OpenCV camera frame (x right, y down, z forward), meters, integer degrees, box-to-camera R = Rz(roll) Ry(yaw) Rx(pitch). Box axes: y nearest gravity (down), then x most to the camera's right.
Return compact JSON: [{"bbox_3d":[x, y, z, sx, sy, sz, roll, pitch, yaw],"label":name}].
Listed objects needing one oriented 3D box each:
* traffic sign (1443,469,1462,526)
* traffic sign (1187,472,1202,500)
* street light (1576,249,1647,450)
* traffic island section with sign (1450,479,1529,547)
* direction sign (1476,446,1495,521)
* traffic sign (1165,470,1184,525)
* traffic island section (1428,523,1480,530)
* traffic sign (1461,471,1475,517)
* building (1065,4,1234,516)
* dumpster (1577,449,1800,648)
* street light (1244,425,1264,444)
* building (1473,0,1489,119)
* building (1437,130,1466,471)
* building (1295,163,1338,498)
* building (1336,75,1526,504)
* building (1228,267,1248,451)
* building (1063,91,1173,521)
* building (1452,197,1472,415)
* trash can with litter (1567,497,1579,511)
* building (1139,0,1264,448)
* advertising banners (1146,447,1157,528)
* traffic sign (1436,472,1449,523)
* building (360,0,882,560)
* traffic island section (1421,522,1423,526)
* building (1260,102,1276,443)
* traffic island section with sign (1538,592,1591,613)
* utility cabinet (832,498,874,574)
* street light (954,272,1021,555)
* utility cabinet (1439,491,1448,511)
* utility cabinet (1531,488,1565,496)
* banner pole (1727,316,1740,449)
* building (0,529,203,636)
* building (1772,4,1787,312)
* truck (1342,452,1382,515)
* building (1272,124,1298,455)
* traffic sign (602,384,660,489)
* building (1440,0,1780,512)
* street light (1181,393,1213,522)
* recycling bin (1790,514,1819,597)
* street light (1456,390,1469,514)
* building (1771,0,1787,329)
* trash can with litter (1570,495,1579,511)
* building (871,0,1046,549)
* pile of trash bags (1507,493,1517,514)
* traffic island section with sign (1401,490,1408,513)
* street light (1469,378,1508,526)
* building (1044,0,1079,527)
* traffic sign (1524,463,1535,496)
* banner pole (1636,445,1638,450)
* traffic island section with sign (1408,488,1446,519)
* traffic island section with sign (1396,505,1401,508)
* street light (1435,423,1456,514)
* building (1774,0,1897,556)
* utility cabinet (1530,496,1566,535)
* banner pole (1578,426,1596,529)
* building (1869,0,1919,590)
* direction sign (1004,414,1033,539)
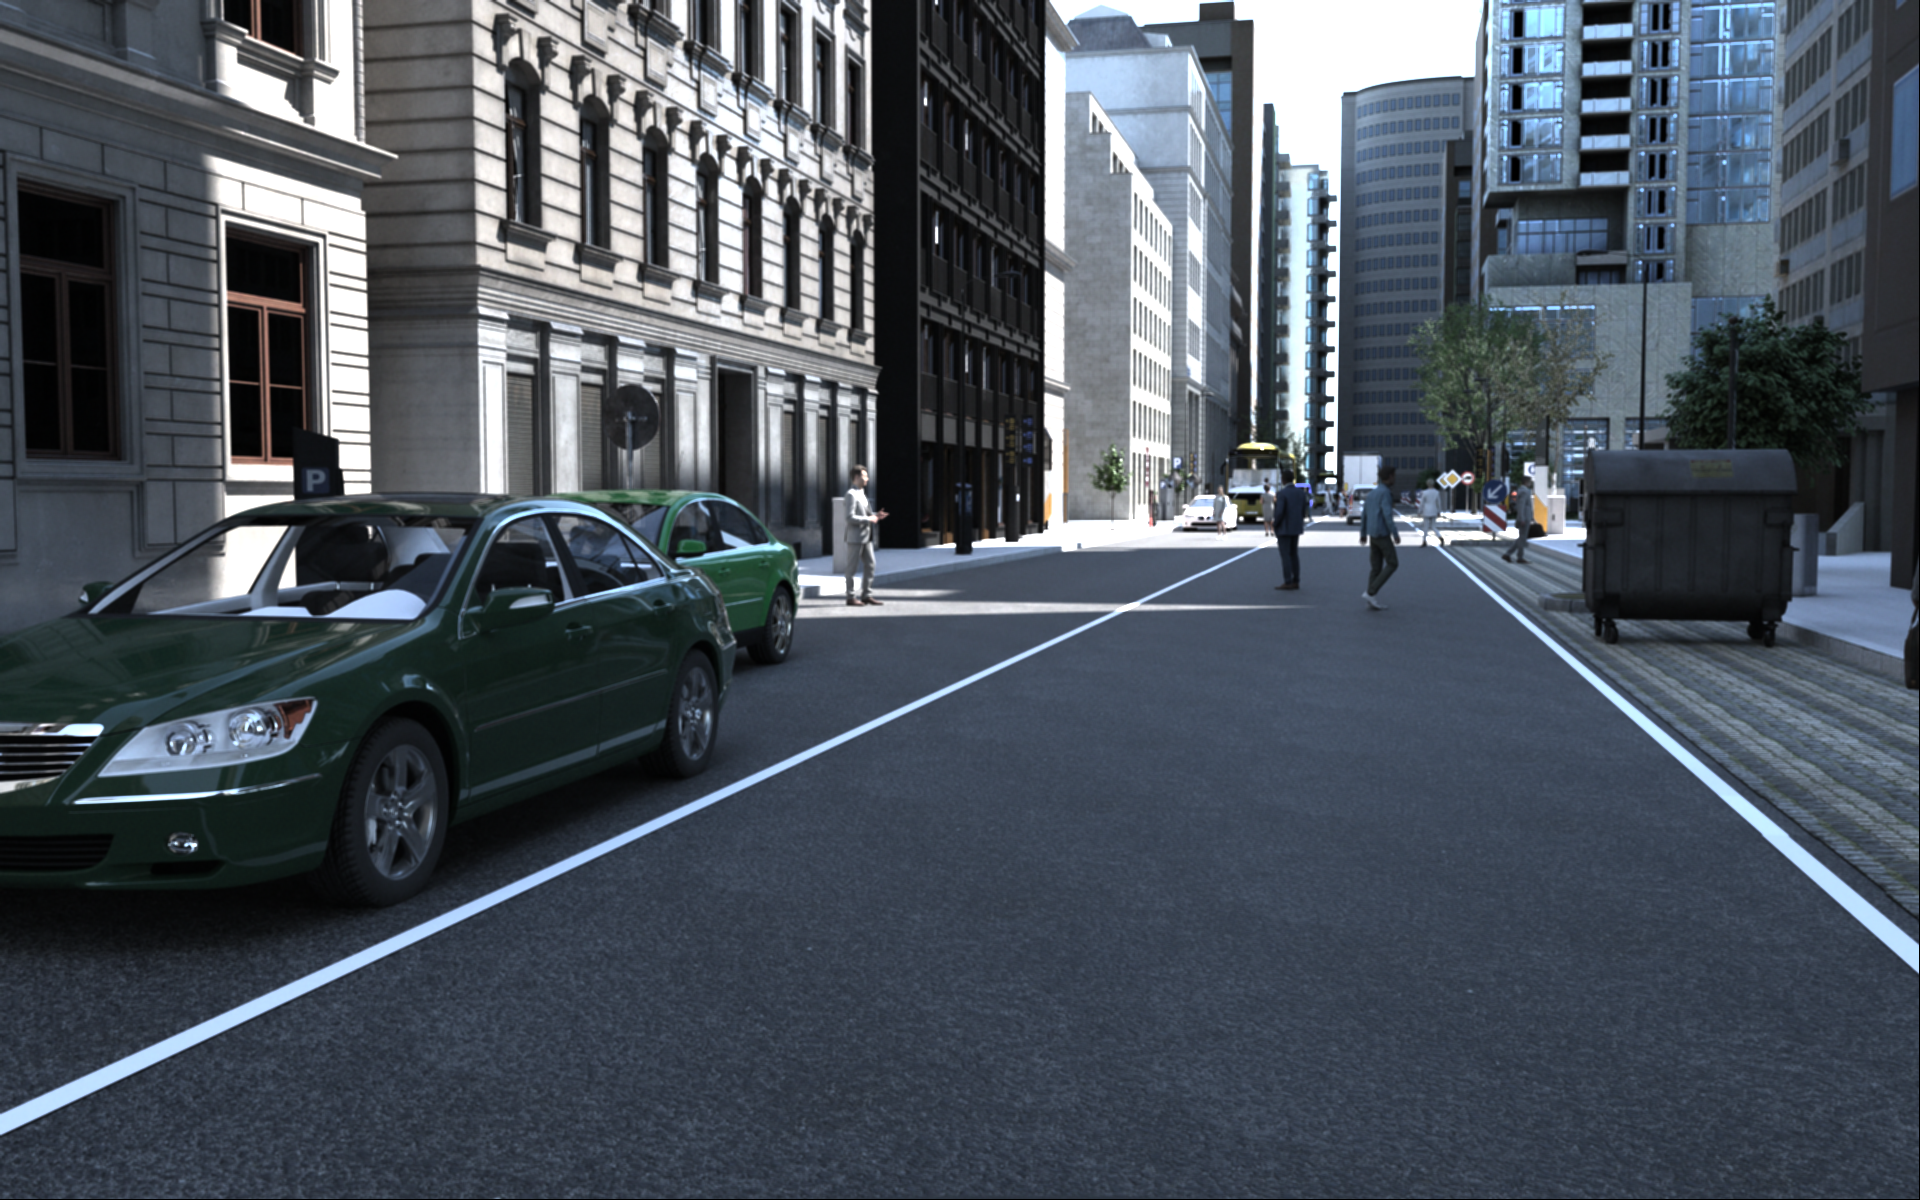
[{"bbox_3d":[19.863,-4.053,69.903,0.795,2.450,0.064,1,4,13],"label":"traffic sign"},{"bbox_3d":[10.847,-4.688,80.293,0.795,2.450,0.064,1,4,13],"label":"traffic sign"},{"bbox_3d":[12.380,-3.690,32.881,1.470,5.913,1.316,1,4,13],"label":"street light"},{"bbox_3d":[14.537,-2.385,47.625,1.989,1.847,2.006,1,4,13],"label":"traffic island section with sign"},{"bbox_3d":[24.765,-5.487,81.711,0.876,3.537,0.379,2,4,32],"label":"direction sign"},{"bbox_3d":[8.982,-4.213,72.528,0.795,2.450,0.064,1,4,13],"label":"traffic sign"},{"bbox_3d":[19.887,-2.917,69.975,2.009,0.180,2.903,1,4,13],"label":"traffic island section"},{"bbox_3d":[28.237,-5.889,96.398,0.768,2.556,0.104,1,4,17],"label":"traffic sign"},{"bbox_3d":[11.109,-20.567,113.755,11.434,29.767,29.804,1,4,13],"label":"building"},{"bbox_3d":[6.980,-0.519,16.708,1.865,1.857,1.264,1,4,15],"label":"dumpster"},{"bbox_3d":[19.759,-8.833,116.955,1.470,5.913,1.316,1,4,13],"label":"street light"},{"bbox_3d":[53.044,-30.833,154.234,14.600,45.320,14.200,1,4,13],"label":"building"},{"bbox_3d":[66.248,-34.397,212.503,14.600,45.320,14.200,1,4,13],"label":"building"},{"bbox_3d":[38.815,-38.569,250.215,30.456,49.044,23.786,1,4,13],"label":"building"},{"bbox_3d":[67.156,-42.780,241.457,28.212,58.520,21.231,1,4,13],"label":"building"},{"bbox_3d":[15.758,-18.295,140.929,13.314,21.916,24.055,1,4,13],"label":"building"},{"bbox_3d":[5.032,-14.481,91.521,10.420,20.320,16.860,1,4,13],"label":"building"},{"bbox_3d":[55.347,-24.311,169.189,14.160,30.474,14.107,1,4,13],"label":"building"},{"bbox_3d":[36.037,-5.528,101.772,1.055,1.170,0.624,0,4,7],"label":"trash can with litter"},{"bbox_3d":[20.962,-31.374,163.079,14.600,45.320,14.200,1,4,13],"label":"building"},{"bbox_3d":[7.200,-4.227,65.304,0.090,3.025,2.074,1,4,18],"label":"advertising banners"},{"bbox_3d":[21.728,-4.528,77.668,0.795,2.450,0.064,1,4,13],"label":"traffic sign"},{"bbox_3d":[-8.466,-11.117,30.911,9.793,20.994,18.267,1,4,13],"label":"building"},{"bbox_3d":[21.752,-3.392,77.740,2.009,0.180,2.903,1,4,13],"label":"traffic island section"},{"bbox_3d":[24.669,-30.196,177.305,14.154,41.232,14.086,1,4,13],"label":"building"},{"bbox_3d":[8.241,-0.780,21.385,1.989,1.847,2.006,1,4,13],"label":"traffic island section with sign"},{"bbox_3d":[-1.727,-1.044,28.235,0.306,1.237,1.020,1,4,21],"label":"utility cabinet"},{"bbox_3d":[0.592,-3.907,36.422,1.470,5.913,1.316,1,4,13],"label":"street light"},{"bbox_3d":[36.021,-7.361,129.032,0.318,1.500,1.173,0,4,-2],"label":"utility cabinet"},{"bbox_3d":[22.327,-3.494,65.811,1.173,1.500,0.318,0,4,-1],"label":"utility cabinet"},{"bbox_3d":[10.981,-2.117,24.630,0.401,3.779,0.863,2,4,32],"label":"banner pole"},{"bbox_3d":[-14.253,-10.745,11.845,11.583,22.565,21.152,1,4,13],"label":"building"},{"bbox_3d":[56.081,-28.372,83.493,30.456,49.044,23.786,1,4,13],"label":"building"},{"bbox_3d":[28.138,-8.073,120.908,2.839,4.237,11.283,1,4,15],"label":"truck"},{"bbox_3d":[25.583,-36.514,216.612,30.456,49.044,23.786,1,4,13],"label":"building"},{"bbox_3d":[-3.834,-1.225,20.129,0.768,2.556,0.104,1,4,21],"label":"traffic sign"},{"bbox_3d":[49.076,-50.030,130.657,22.319,86.520,31.000,1,4,13],"label":"building"},{"bbox_3d":[10.989,-6.577,80.075,1.470,5.913,1.316,1,4,13],"label":"street light"},{"bbox_3d":[10.434,-0.578,22.012,0.722,1.027,0.722,3,5,40],"label":"recycling bin"},{"bbox_3d":[23.112,-6.410,77.338,1.470,5.913,1.316,1,4,13],"label":"street light"},{"bbox_3d":[88.608,-46.805,203.509,20.611,71.187,20.563,1,4,13],"label":"building"},{"bbox_3d":[30.713,-4.684,87.636,2.233,1.210,1.678,1,4,20],"label":"trash can with litter"},{"bbox_3d":[-5.118,-13.403,48.825,12.332,23.373,15.834,1,4,13],"label":"building"},{"bbox_3d":[33.965,-5.839,105.227,1.912,1.369,3.447,0,4,4],"label":"pile of trash bags"},{"bbox_3d":[33.932,-7.324,128.376,1.989,1.847,2.006,1,4,13],"label":"traffic island section with sign"},{"bbox_3d":[21.281,-5.931,69.516,1.470,5.913,1.316,1,4,13],"label":"street light"},{"bbox_3d":[-7.864,-17.135,67.541,23.554,28.519,14.401,1,4,13],"label":"building"},{"bbox_3d":[18.236,-3.239,55.085,0.606,2.300,0.079,1,4,18],"label":"traffic sign"},{"bbox_3d":[30.415,-5.323,77.054,0.401,3.779,0.863,-3,5,-39],"label":"banner pole"},{"bbox_3d":[27.513,-5.690,101.658,1.989,1.847,2.006,1,4,13],"label":"traffic island section with sign"},{"bbox_3d":[45.537,-10.279,176.688,1.989,1.847,2.006,1,4,13],"label":"traffic island section with sign"},{"bbox_3d":[31.932,-8.640,113.802,1.470,5.913,1.316,1,4,13],"label":"street light"},{"bbox_3d":[33.693,-21.269,39.622,32.217,40.220,23.993,1,4,13],"label":"building"},{"bbox_3d":[18.385,-2.632,54.195,1.020,1.237,0.306,2,4,24],"label":"utility cabinet"},{"bbox_3d":[23.284,-4.535,64.166,0.863,3.779,0.401,-2,4,-34],"label":"banner pole"},{"bbox_3d":[17.721,-22.295,14.632,14.600,45.320,14.200,1,4,13],"label":"building"},{"bbox_3d":[1.666,-3.497,49.178,0.876,3.537,0.379,-1,4,-20],"label":"direction sign"}]
